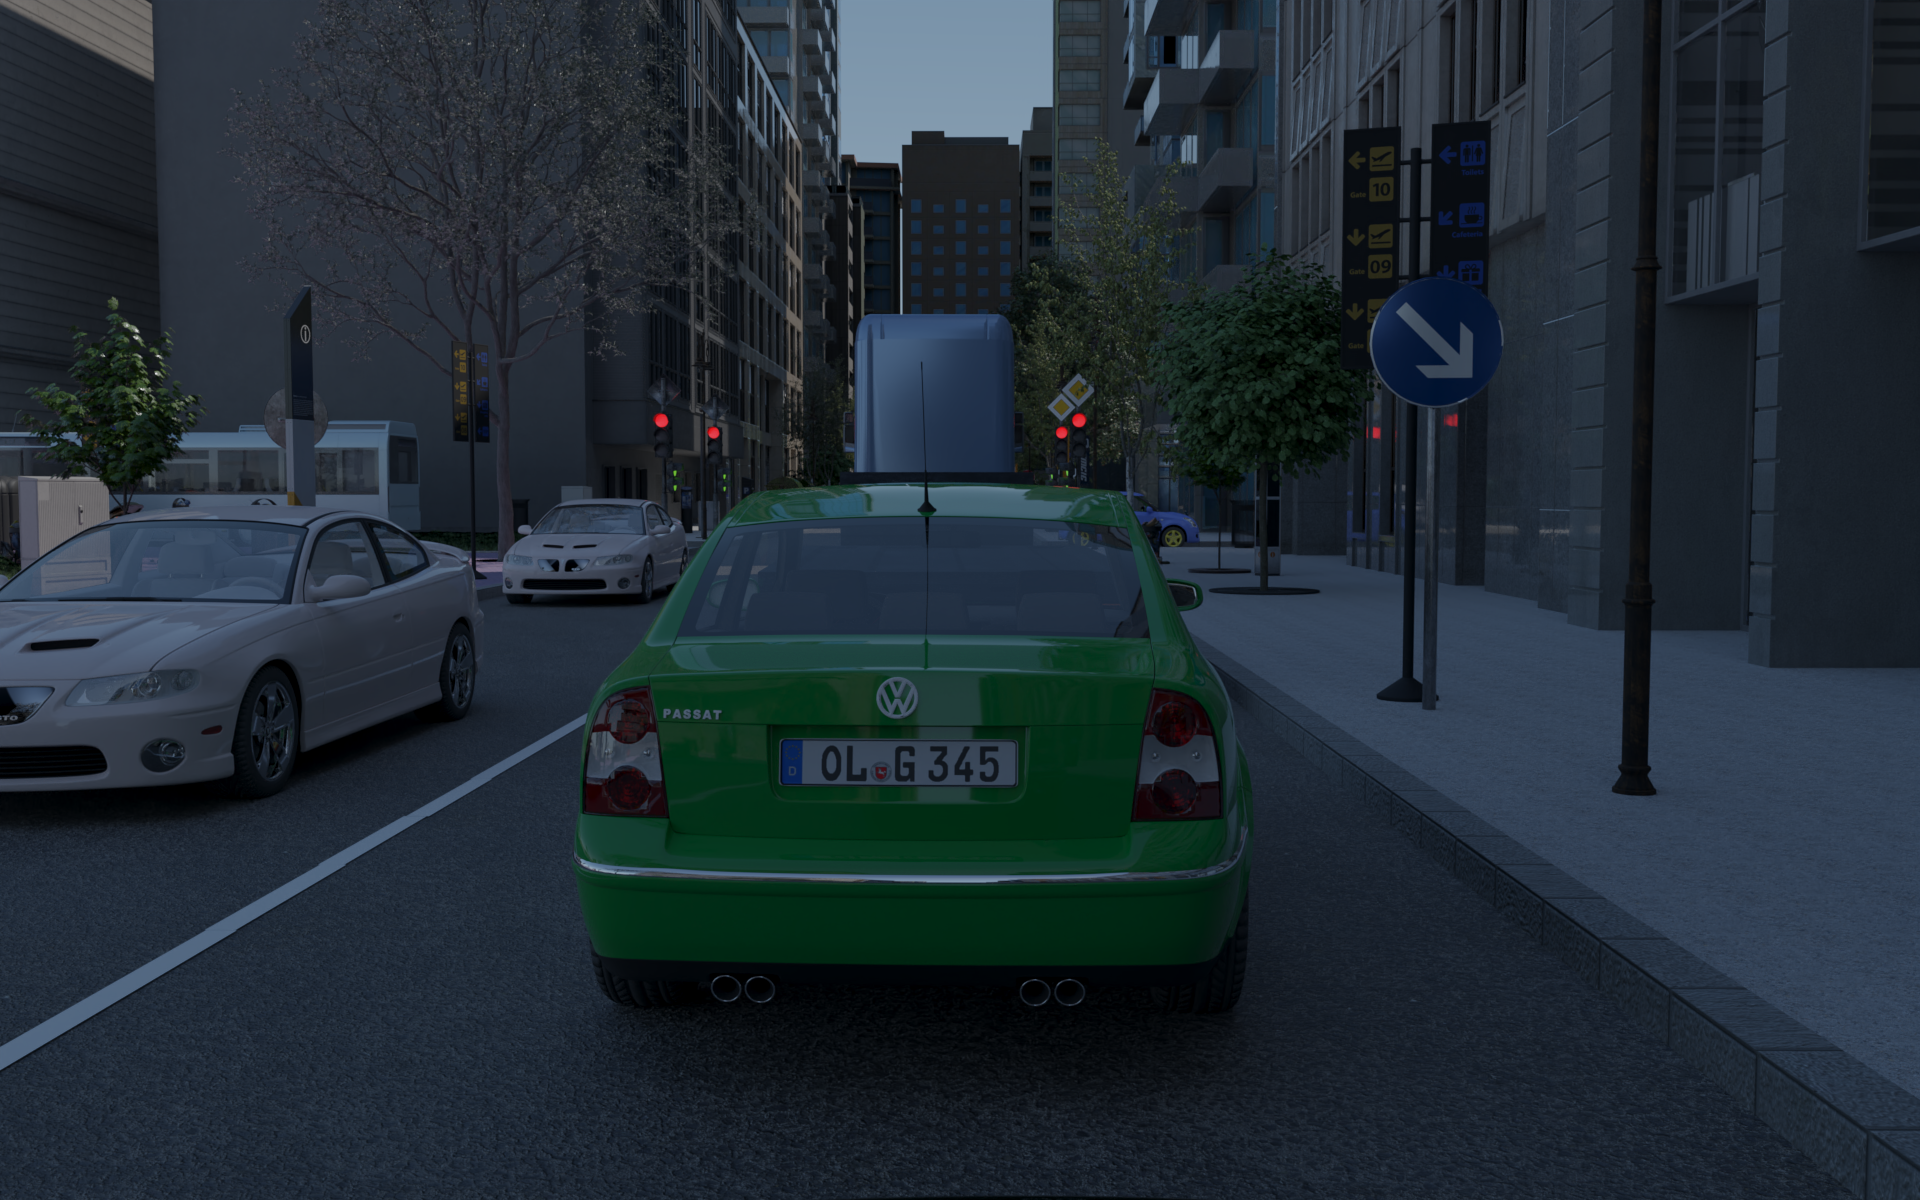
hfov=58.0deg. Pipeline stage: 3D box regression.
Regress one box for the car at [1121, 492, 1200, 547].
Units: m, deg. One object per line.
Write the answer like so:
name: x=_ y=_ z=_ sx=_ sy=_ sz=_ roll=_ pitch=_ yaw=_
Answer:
car: x=4.415 y=-2.183 z=45.286 sx=3.694 sy=1.707 sz=1.945 roll=0 pitch=4 yaw=2

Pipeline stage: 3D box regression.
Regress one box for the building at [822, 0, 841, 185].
building: x=-24.737 y=-53.286 z=183.891 sx=31.000 sy=86.520 sz=22.319 roll=0 pitch=4 yaw=0

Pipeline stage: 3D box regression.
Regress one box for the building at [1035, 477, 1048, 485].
building: x=24.221 y=-30.059 z=183.348 sx=32.217 sy=40.220 sz=23.993 roll=0 pitch=4 yaw=0

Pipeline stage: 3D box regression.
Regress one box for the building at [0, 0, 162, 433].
building: x=-40.091 y=-16.483 z=56.883 sx=23.554 sy=28.519 sz=14.401 roll=0 pitch=4 yaw=0

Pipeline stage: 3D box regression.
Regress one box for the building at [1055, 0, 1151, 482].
building: x=14.394 y=-27.670 z=135.994 sx=14.154 sy=41.232 sz=14.086 roll=0 pitch=4 yaw=0

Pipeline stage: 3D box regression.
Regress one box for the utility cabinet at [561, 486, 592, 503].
utility cabinet: x=-10.685 y=-2.428 z=48.376 sx=0.318 sy=1.500 sz=1.173 roll=-3 pitch=5 yaw=-43

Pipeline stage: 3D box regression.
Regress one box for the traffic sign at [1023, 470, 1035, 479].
traffic sign: x=3.564 y=-5.581 z=91.353 sx=0.768 sy=2.556 sz=0.104 roll=0 pitch=4 yaw=3

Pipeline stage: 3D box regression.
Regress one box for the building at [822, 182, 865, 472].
building: x=-16.320 y=-23.826 z=161.255 sx=14.160 sy=30.474 sz=14.107 roll=0 pitch=4 yaw=0

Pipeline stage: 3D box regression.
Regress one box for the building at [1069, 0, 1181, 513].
building: x=18.209 y=-48.123 z=99.486 sx=22.319 sy=86.520 sz=31.000 roll=0 pitch=4 yaw=0

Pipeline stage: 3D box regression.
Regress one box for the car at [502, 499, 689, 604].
car: x=-4.970 y=-0.720 z=24.131 sx=2.083 sy=1.381 sz=4.827 roll=0 pitch=4 yaw=1

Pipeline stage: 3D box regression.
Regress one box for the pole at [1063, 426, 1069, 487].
pole: x=3.191 y=-3.567 z=52.172 sx=0.158 sy=3.312 sz=0.155 roll=0 pitch=3 yaw=0

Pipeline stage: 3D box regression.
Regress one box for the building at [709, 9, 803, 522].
building: x=-19.648 y=-17.576 z=91.885 sx=19.350 sy=26.468 sz=34.151 roll=0 pitch=4 yaw=0

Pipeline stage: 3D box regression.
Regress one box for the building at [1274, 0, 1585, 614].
building: x=12.581 y=-12.747 z=26.441 sx=12.078 sy=24.808 sz=19.932 roll=0 pitch=4 yaw=0

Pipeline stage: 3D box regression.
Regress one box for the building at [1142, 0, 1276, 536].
building: x=21.766 y=-26.968 z=60.529 sx=30.456 sy=49.044 sz=23.786 roll=0 pitch=4 yaw=0

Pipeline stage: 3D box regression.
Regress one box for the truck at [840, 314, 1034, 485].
truck: x=-0.259 y=-1.861 z=20.186 sx=2.967 sy=4.110 sz=18.799 roll=0 pitch=4 yaw=-1

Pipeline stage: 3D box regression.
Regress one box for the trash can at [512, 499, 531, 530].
trash can: x=-12.488 y=-2.276 z=48.858 sx=0.748 sy=1.137 sz=0.748 roll=0 pitch=3 yaw=0

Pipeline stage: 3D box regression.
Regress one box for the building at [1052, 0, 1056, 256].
building: x=18.854 y=-37.601 z=156.781 sx=21.231 sy=58.520 sz=28.212 roll=0 pitch=4 yaw=0

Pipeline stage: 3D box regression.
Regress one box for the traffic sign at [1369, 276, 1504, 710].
traffic sign: x=2.795 y=-0.620 z=10.242 sx=0.768 sy=2.556 sz=0.104 roll=0 pitch=4 yaw=7

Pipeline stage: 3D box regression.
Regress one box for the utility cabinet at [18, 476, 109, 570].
utility cabinet: x=-11.317 y=-0.811 z=21.945 sx=0.318 sy=1.500 sz=1.173 roll=1 pitch=4 yaw=16

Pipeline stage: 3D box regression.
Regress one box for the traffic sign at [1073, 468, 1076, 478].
traffic sign: x=3.721 y=-3.584 z=59.782 sx=0.795 sy=2.450 sz=0.064 roll=0 pitch=4 yaw=7

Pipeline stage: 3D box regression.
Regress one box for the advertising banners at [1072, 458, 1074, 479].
advertising banners: x=3.947 y=-4.049 z=62.394 sx=0.090 sy=3.025 sz=2.074 roll=1 pitch=4 yaw=13

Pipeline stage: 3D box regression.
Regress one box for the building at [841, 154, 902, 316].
building: x=-21.812 y=-34.677 z=221.589 sx=28.867 sy=44.769 sz=22.147 roll=0 pitch=4 yaw=0

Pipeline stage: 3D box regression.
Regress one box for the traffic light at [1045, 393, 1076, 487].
traffic light: x=2.801 y=-3.632 z=48.297 sx=0.839 sy=4.253 sz=0.868 roll=0 pitch=4 yaw=0

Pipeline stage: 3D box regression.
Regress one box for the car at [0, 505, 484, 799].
car: x=-4.119 y=0.164 z=9.677 sx=2.083 sy=1.381 sz=4.827 roll=0 pitch=4 yaw=2

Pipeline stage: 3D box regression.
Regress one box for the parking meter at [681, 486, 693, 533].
parking meter: x=-8.922 y=-2.944 z=56.550 sx=0.372 sy=1.533 sz=0.369 roll=0 pitch=3 yaw=0

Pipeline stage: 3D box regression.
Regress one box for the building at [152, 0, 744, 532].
building: x=-16.441 y=-16.446 z=62.406 sx=14.314 sy=27.812 sz=24.014 roll=0 pitch=4 yaw=0

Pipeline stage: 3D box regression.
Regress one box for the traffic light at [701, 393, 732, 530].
traffic light: x=-6.810 y=-3.636 z=48.363 sx=0.839 sy=4.253 sz=0.868 roll=0 pitch=4 yaw=0

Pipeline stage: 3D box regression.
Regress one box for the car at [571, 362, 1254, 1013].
car: x=-0.052 y=0.160 z=6.185 sx=1.959 sy=1.807 sz=4.718 roll=0 pitch=4 yaw=2

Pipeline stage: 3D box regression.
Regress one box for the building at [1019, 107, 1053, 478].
building: x=18.117 y=-36.485 z=220.223 sx=21.600 sy=48.544 sz=21.300 roll=0 pitch=4 yaw=0

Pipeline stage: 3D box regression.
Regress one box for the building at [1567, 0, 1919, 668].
building: x=11.260 y=-13.699 z=1.479 sx=11.434 sy=29.767 sz=29.804 roll=0 pitch=4 yaw=0

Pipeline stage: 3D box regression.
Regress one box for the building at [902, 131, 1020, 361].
building: x=0.150 y=-34.652 z=216.676 sx=14.200 sy=45.320 sz=14.600 roll=0 pitch=4 yaw=0

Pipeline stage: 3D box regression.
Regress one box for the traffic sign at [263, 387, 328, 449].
traffic sign: x=-7.789 y=-1.236 z=20.322 sx=0.768 sy=2.556 sz=0.104 roll=0 pitch=4 yaw=1

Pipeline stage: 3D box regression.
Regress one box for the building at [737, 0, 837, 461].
building: x=-21.646 y=-31.717 z=138.184 sx=23.786 sy=49.044 sz=30.456 roll=0 pitch=4 yaw=0

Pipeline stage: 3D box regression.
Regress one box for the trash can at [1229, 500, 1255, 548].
trash can: x=6.749 y=-1.802 z=41.119 sx=0.748 sy=1.137 sz=0.748 roll=0 pitch=3 yaw=0

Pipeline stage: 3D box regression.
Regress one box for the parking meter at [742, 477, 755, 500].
parking meter: x=-7.104 y=-3.207 z=58.144 sx=0.399 sy=1.863 sz=0.255 roll=1 pitch=4 yaw=18

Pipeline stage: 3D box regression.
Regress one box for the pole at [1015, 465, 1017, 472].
pole: x=3.495 y=-7.027 z=108.742 sx=0.158 sy=3.312 sz=0.155 roll=0 pitch=3 yaw=0
